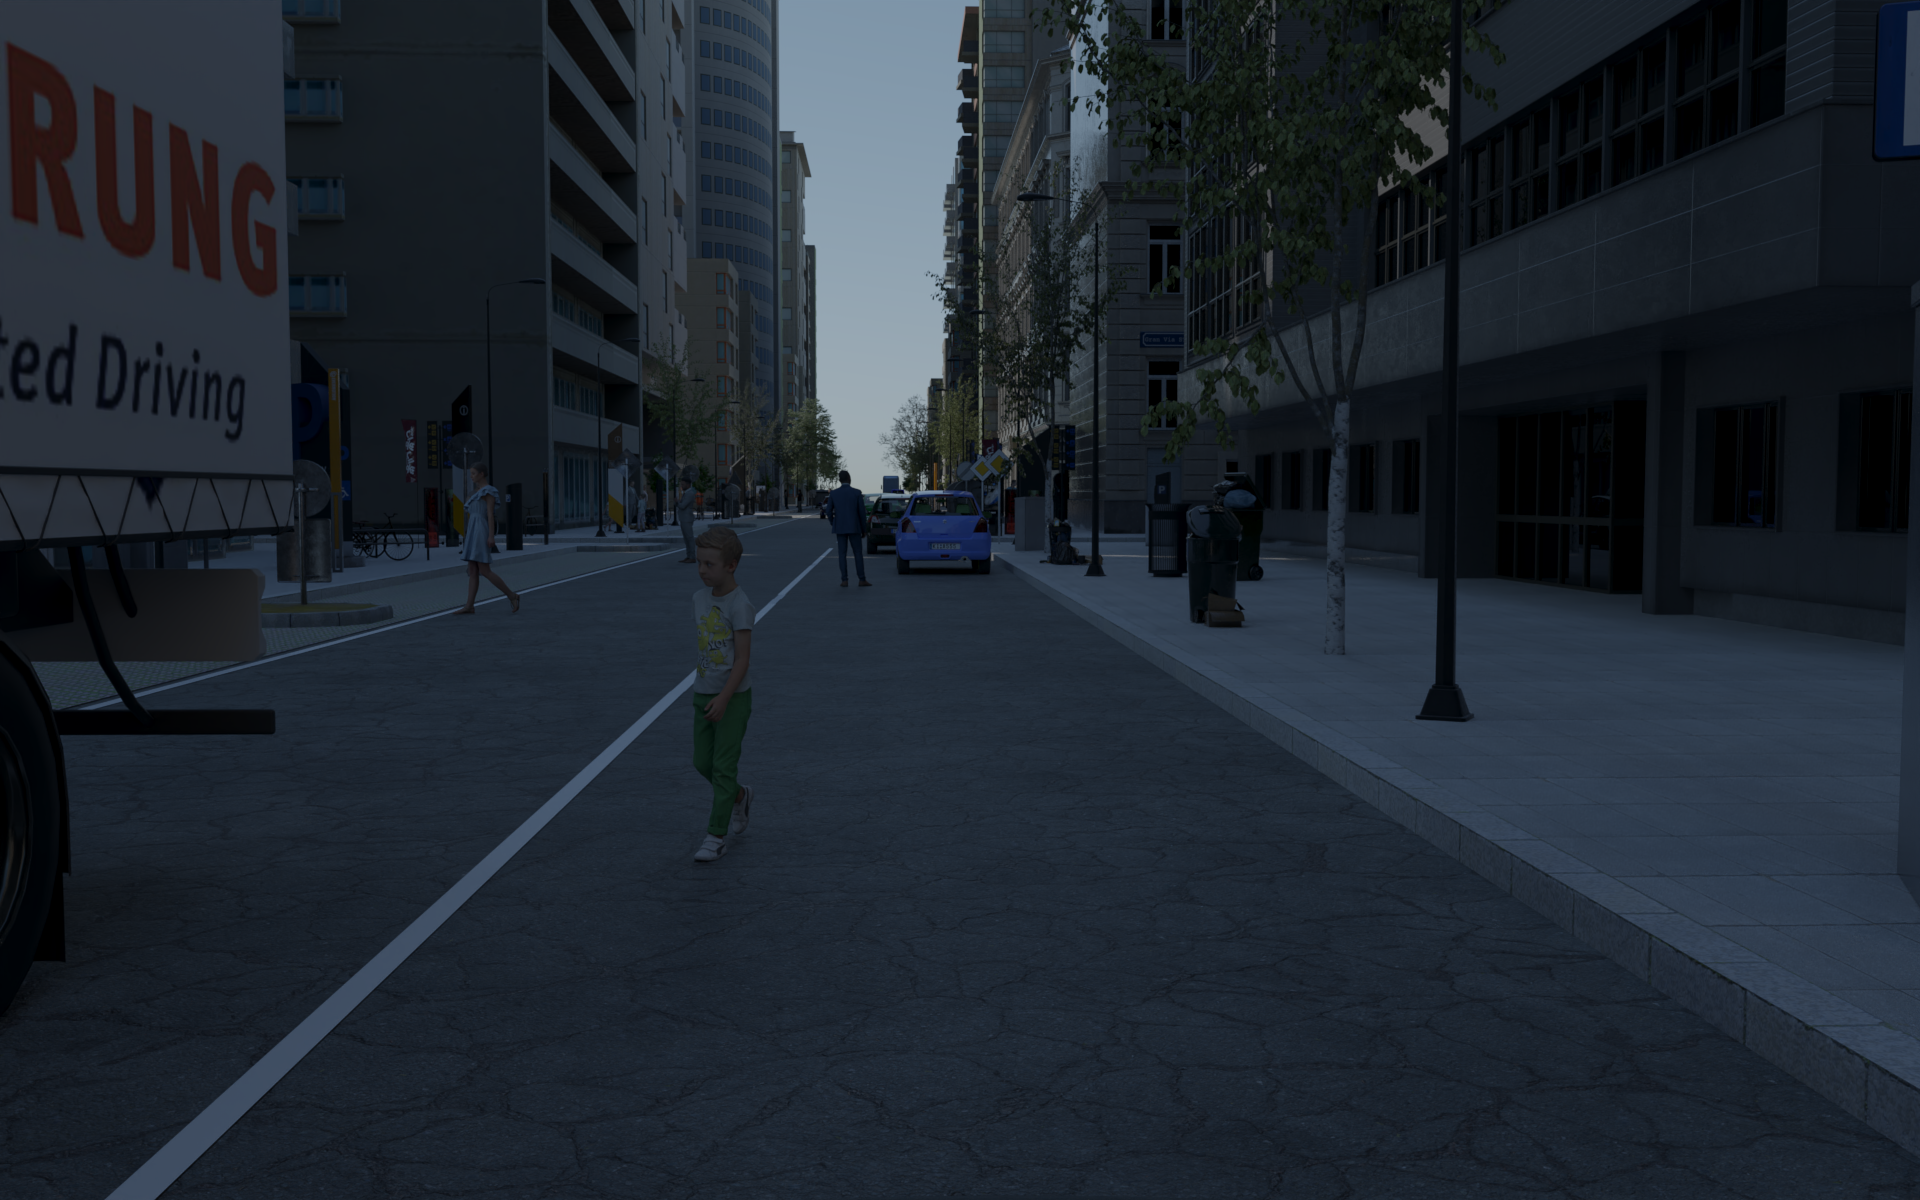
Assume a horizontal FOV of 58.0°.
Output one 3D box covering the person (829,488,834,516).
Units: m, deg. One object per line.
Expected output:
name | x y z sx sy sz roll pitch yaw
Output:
person | -8.424 -6.471 114.327 0.620 1.820 0.660 -1 4 -12

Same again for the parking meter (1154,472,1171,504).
parking meter | 5.299 -2.424 45.349 0.399 1.863 0.255 1 4 22

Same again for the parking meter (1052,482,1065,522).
parking meter | 3.435 -3.335 60.242 0.399 1.863 0.255 -1 4 -17

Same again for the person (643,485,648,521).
person | -15.347 -4.689 83.373 0.598 1.740 0.731 -1 4 -8

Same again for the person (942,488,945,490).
person | -1.703 -10.172 171.979 0.705 1.869 1.348 -2 4 -27

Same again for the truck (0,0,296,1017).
truck | -3.606 -0.741 1.022 2.839 4.237 11.283 0 4 -2

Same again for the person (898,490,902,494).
person | -5.331 -8.876 153.711 1.350 1.814 0.705 -1 4 -11

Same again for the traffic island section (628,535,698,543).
traffic island section | -8.812 -1.819 52.016 2.009 0.180 2.903 0 4 -2

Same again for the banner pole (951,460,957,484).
banner pole | -0.446 -8.315 125.969 0.401 3.779 0.863 -3 5 -44

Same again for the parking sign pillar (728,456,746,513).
parking sign pillar | -14.949 -7.820 116.330 1.447 3.967 1.447 3 4 37

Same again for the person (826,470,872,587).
person | -1.715 -1.108 26.802 0.721 1.800 0.419 0 4 -5

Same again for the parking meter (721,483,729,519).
parking meter | -11.902 -5.029 87.931 0.399 1.863 0.255 3 5 41

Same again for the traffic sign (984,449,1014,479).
traffic sign | 1.021 -2.578 44.333 0.795 2.593 0.064 0 4 -2

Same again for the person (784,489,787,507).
person | -16.629 -9.739 166.002 0.721 1.735 1.217 -1 4 -14

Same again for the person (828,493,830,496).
person | -11.590 -9.029 156.226 1.348 1.812 0.705 3 5 40

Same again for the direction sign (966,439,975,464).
direction sign | 0.428 -4.881 71.796 0.379 3.537 0.876 1 4 23

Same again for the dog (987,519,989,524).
dog | 1.327 -3.396 73.266 0.748 0.427 0.550 1 4 23

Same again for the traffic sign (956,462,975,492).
traffic sign | 0.237 -4.145 67.872 0.768 2.556 0.104 0 4 5

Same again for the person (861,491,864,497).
person | -10.449 -10.735 184.725 0.721 1.735 1.217 2 4 35

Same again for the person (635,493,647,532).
person | -10.701 -2.916 57.996 0.394 1.301 0.425 1 4 8

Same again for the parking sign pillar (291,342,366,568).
parking sign pillar | -11.218 -2.561 30.352 1.447 3.967 1.447 3 4 38

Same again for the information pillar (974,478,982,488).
information pillar | 0.849 -4.691 81.197 0.304 2.012 0.304 3 5 42

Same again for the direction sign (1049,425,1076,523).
direction sign | 3.356 -3.971 56.915 0.876 3.537 0.379 0 4 -5

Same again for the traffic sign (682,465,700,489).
traffic sign | -11.748 -4.616 75.575 0.768 2.556 0.104 0 4 0

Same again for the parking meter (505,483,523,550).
parking meter | -10.169 -1.901 39.500 0.372 1.533 0.369 0 3 0

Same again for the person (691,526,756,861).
person | -0.943 0.353 6.973 0.306 1.304 0.590 1 4 16

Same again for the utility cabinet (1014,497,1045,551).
utility cabinet | 1.605 -1.726 39.375 0.306 1.237 1.020 2 4 31

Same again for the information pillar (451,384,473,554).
information pillar | -10.641 -2.798 37.108 0.504 3.616 0.183 1 4 22

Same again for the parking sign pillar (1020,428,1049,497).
parking sign pillar | 2.956 -4.954 69.473 1.447 3.967 1.447 -1 4 -17

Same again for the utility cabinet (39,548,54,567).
utility cabinet | -9.969 -0.413 17.914 1.020 1.237 0.306 -1 4 -18

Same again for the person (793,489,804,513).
person | -12.338 -7.621 133.112 0.705 1.822 1.348 2 4 32

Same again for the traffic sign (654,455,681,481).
traffic sign | -8.789 -3.043 51.949 0.795 2.593 0.064 0 4 -2

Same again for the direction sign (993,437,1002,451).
direction sign | 1.453 -4.740 69.489 0.379 3.537 0.876 1 4 16

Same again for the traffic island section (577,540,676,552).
traffic island section | -8.489 -1.331 44.037 2.009 0.180 2.903 0 4 -2

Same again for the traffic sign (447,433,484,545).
traffic sign | -10.249 -2.189 35.892 0.768 2.556 0.104 0 4 5

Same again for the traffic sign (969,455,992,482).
traffic sign | 0.698 -3.066 52.311 0.795 2.593 0.064 0 4 -2

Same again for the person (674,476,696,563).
person | -5.750 -1.676 36.084 0.466 1.800 0.511 -2 4 -34

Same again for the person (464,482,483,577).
person | -8.367 -1.300 30.100 0.374 1.781 0.599 2 4 31

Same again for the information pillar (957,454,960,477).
information pillar | -0.099 -6.664 100.304 0.183 3.616 0.504 1 4 9

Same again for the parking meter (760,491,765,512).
parking meter | -14.366 -7.178 125.777 0.372 1.533 0.369 0 3 0

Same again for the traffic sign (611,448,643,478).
traffic sign | -8.466 -2.555 43.971 0.795 2.593 0.064 0 4 -2

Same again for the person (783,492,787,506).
person | -18.852 -11.113 187.744 0.705 1.823 1.348 1 4 15

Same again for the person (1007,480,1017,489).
person | 2.051 -3.759 67.359 0.638 1.841 0.748 0 4 -1

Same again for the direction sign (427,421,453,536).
direction sign | -16.047 -3.763 53.521 0.876 3.537 0.379 1 4 15

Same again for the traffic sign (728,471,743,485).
traffic sign | -12.643 -5.945 97.207 0.884 2.594 0.081 0 4 6

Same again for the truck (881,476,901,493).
truck | -9.781 -15.670 245.961 2.967 4.110 18.799 0 4 -2

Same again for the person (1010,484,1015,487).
person | 2.774 -4.979 87.247 0.655 1.846 0.447 -2 4 -26

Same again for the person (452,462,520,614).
person | -5.664 -0.736 20.636 0.778 1.811 0.616 -1 4 -19

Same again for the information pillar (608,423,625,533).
information pillar | -11.258 -3.995 56.681 0.504 3.616 0.183 -1 4 -12

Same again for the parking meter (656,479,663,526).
parking meter | -11.988 -3.879 69.132 0.255 1.863 0.399 -1 4 -15
